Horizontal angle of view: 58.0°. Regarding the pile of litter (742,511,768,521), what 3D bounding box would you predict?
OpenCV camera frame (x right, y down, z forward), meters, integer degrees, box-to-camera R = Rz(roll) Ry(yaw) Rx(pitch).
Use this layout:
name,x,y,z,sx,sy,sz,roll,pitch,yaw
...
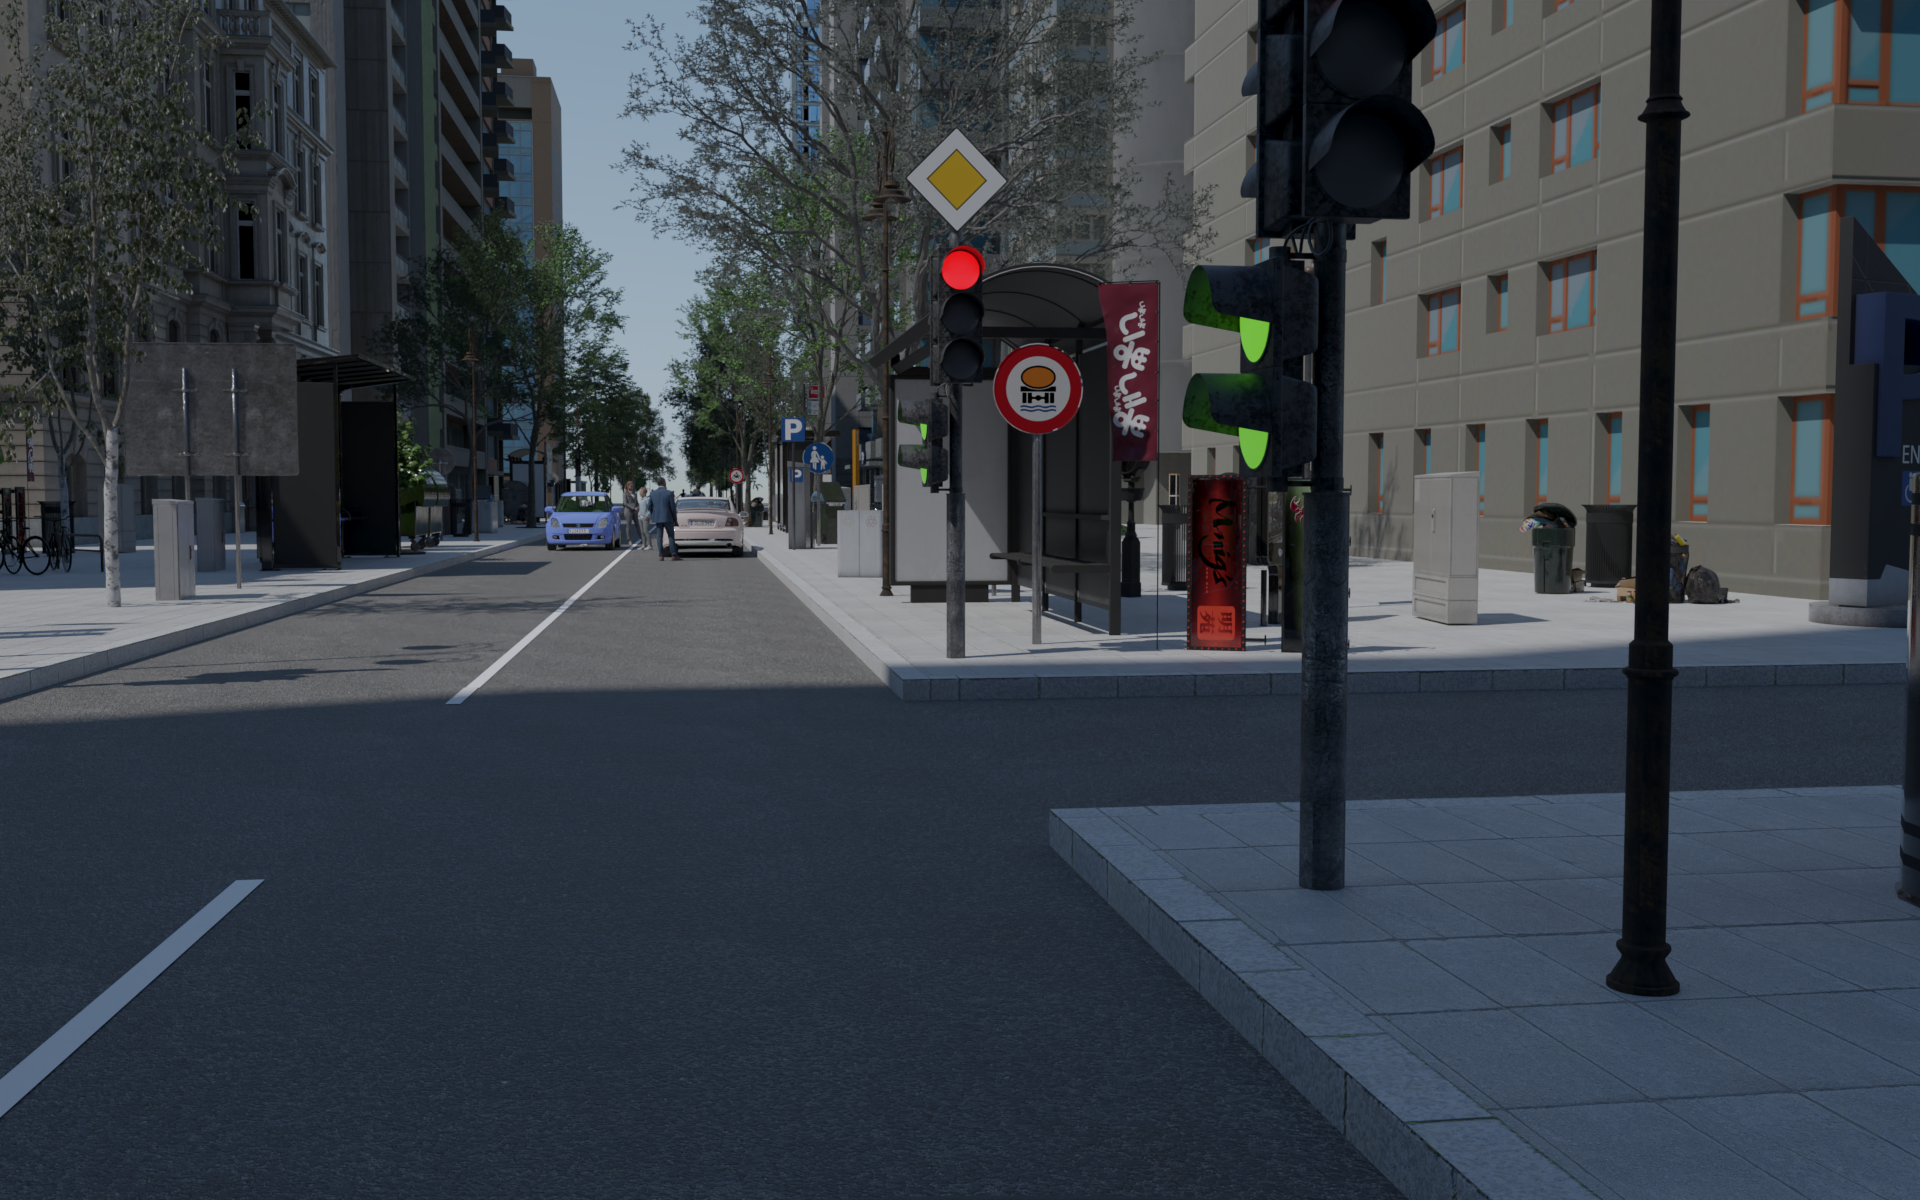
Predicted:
name,x,y,z,sx,sy,sz,roll,pitch,yaw
pile of litter,-9.916,-4.296,84.201,1.719,0.858,1.176,-1,4,-22

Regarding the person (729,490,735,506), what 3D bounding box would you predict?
name,x,y,z,sx,sy,sz,roll,pitch,yaw
person,-21.825,-9.655,166.363,1.348,1.823,0.705,3,5,43

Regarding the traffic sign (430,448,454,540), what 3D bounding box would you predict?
name,x,y,z,sx,sy,sz,roll,pitch,yaw
traffic sign,-14.348,-2.920,47.844,0.768,2.556,0.104,0,4,-3

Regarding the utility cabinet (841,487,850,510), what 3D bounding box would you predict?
name,x,y,z,sx,sy,sz,roll,pitch,yaw
utility cabinet,-3.882,-2.763,53.856,0.318,1.500,1.173,3,4,38

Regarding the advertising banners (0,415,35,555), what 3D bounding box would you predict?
name,x,y,z,sx,sy,sz,roll,pitch,yaw
advertising banners,-20.345,-2.523,37.443,0.090,3.025,2.074,-1,4,-9

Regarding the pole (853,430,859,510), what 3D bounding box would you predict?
name,x,y,z,sx,sy,sz,roll,pitch,yaw
pole,-3.295,-3.735,54.911,0.158,3.312,0.155,0,3,0

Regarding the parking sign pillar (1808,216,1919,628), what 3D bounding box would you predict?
name,x,y,z,sx,sy,sz,roll,pitch,yaw
parking sign pillar,9.241,-1.752,17.111,1.447,3.967,1.447,-2,4,-28

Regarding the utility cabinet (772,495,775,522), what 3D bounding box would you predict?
name,x,y,z,sx,sy,sz,roll,pitch,yaw
utility cabinet,-8.312,-4.259,80.799,1.020,1.237,0.306,-2,4,-28

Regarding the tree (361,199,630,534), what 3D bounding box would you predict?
name,x,y,z,sx,sy,sz,roll,pitch,yaw
tree,-15.241,-7.339,54.399,7.601,10.594,8.767,0,4,1

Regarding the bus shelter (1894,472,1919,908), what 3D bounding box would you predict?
name,x,y,z,sx,sy,sz,roll,pitch,yaw
bus shelter,3.759,-1.448,1.302,2.179,5.291,8.768,-1,4,-9

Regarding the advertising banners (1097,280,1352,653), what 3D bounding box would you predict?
name,x,y,z,sx,sy,sz,roll,pitch,yaw
advertising banners,2.126,-1.095,14.084,2.074,3.025,0.090,1,4,17

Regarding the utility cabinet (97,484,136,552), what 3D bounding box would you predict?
name,x,y,z,sx,sy,sz,roll,pitch,yaw
utility cabinet,-18.517,-1.796,38.049,1.173,1.500,0.318,3,5,41

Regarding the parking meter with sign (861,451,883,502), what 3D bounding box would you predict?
name,x,y,z,sx,sy,sz,roll,pitch,yaw
parking meter with sign,-3.137,-4.580,71.150,1.738,3.016,0.543,-1,4,-15

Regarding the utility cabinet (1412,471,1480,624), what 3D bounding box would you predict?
name,x,y,z,sx,sy,sz,roll,pitch,yaw
utility cabinet,4.862,-0.533,17.401,0.318,1.500,1.173,0,4,-2

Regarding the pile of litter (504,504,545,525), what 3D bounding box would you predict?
name,x,y,z,sx,sy,sz,roll,pitch,yaw
pile of litter,-18.322,-3.584,72.570,1.719,0.858,1.176,1,4,10

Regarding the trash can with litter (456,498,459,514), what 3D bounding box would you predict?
name,x,y,z,sx,sy,sz,roll,pitch,yaw
trash can with litter,-17.968,-2.988,60.242,1.055,1.170,0.624,1,4,21

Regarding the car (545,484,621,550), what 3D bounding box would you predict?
name,x,y,z,sx,sy,sz,roll,pitch,yaw
car,-9.798,-2.178,45.201,1.945,1.707,3.694,0,4,-7

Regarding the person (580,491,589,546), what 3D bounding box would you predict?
name,x,y,z,sx,sy,sz,roll,pitch,yaw
person,-10.321,-2.233,47.610,0.503,1.515,0.523,1,4,21

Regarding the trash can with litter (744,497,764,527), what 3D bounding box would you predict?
name,x,y,z,sx,sy,sz,roll,pitch,yaw
trash can with litter,-8.026,-3.403,67.027,0.624,1.170,1.055,-3,4,-38

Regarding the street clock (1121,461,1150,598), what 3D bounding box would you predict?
name,x,y,z,sx,sy,sz,roll,pitch,yaw
street clock,2.127,-1.037,21.519,0.358,2.002,0.471,-3,4,-37

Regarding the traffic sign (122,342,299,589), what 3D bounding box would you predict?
name,x,y,z,sx,sy,sz,roll,pitch,yaw
traffic sign,-10.089,-1.802,23.344,2.265,3.308,0.079,0,4,-5

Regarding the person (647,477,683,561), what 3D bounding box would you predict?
name,x,y,z,sx,sy,sz,roll,pitch,yaw
person,-6.337,-1.742,37.159,0.721,1.800,0.419,0,4,1

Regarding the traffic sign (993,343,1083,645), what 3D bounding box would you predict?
name,x,y,z,sx,sy,sz,roll,pitch,yaw
traffic sign,0.657,-0.894,14.724,0.768,2.556,0.104,0,4,-4

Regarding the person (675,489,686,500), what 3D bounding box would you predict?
name,x,y,z,sx,sy,sz,roll,pitch,yaw
person,-20.440,-7.305,127.956,1.348,1.822,0.705,-1,4,-21

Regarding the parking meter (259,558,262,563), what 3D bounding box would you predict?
name,x,y,z,sx,sy,sz,roll,pitch,yaw
parking meter,-12.990,-1.477,32.564,0.372,1.533,0.369,0,3,0

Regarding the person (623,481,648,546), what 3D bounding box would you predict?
name,x,y,z,sx,sy,sz,roll,pitch,yaw
person,-8.956,-2.380,47.694,0.573,1.790,0.520,1,4,23

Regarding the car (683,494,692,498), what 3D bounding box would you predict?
name,x,y,z,sx,sy,sz,roll,pitch,yaw
car,-17.588,-6.280,114.483,2.131,1.459,4.920,0,4,-7

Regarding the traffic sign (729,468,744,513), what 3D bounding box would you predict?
name,x,y,z,sx,sy,sz,roll,pitch,yaw
traffic sign,-11.024,-5.225,85.534,0.768,2.556,0.104,0,4,-2

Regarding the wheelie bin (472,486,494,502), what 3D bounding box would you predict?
name,x,y,z,sx,sy,sz,roll,pitch,yaw
wheelie bin,-17.859,-3.475,64.725,0.980,1.594,0.693,0,4,-3

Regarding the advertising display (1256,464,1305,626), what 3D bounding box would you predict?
name,x,y,z,sx,sy,sz,roll,pitch,yaw
advertising display,3.179,-0.730,17.157,0.123,1.923,0.974,2,4,32

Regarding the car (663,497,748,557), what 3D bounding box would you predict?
name,x,y,z,sx,sy,sz,roll,pitch,yaw
car,-6.031,-1.740,40.805,2.083,1.381,4.827,0,4,-7

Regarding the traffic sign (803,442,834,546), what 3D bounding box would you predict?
name,x,y,z,sx,sy,sz,roll,pitch,yaw
traffic sign,-3.485,-2.604,42.687,0.768,2.556,0.104,0,4,-3

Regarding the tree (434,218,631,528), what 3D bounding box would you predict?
name,x,y,z,sx,sy,sz,roll,pitch,yaw
tree,-15.980,-8.507,64.850,9.928,11.665,9.643,0,3,0

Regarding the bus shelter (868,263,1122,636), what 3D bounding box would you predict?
name,x,y,z,sx,sy,sz,roll,pitch,yaw
bus shelter,0.328,-1.468,17.926,2.014,3.302,5.546,-1,4,-9

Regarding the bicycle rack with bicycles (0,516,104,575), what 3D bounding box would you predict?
name,x,y,z,sx,sy,sz,roll,pitch,yaw
bicycle rack with bicycles,-15.320,-0.905,28.179,2.925,0.926,2.852,3,5,42

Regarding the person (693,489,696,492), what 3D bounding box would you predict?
name,x,y,z,sx,sy,sz,roll,pitch,yaw
person,-13.104,-4.658,85.667,0.512,1.701,0.522,3,5,39

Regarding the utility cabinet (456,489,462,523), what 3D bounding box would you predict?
name,x,y,z,sx,sy,sz,roll,pitch,yaw
utility cabinet,-21.860,-4.049,74.877,0.318,1.500,1.173,0,4,1

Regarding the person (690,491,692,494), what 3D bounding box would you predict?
name,x,y,z,sx,sy,sz,roll,pitch,yaw
person,-22.644,-8.368,146.028,1.217,1.735,0.721,1,4,13

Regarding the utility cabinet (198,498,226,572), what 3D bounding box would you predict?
name,x,y,z,sx,sy,sz,roll,pitch,yaw
utility cabinet,-12.547,-1.093,29.034,0.306,1.237,1.020,-1,4,-14

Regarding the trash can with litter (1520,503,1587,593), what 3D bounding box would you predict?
name,x,y,z,sx,sy,sz,roll,pitch,yaw
trash can with litter,7.749,-0.681,22.519,0.624,1.170,1.055,3,4,37

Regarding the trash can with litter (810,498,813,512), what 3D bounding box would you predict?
name,x,y,z,sx,sy,sz,roll,pitch,yaw
trash can with litter,-4.514,-2.388,50.439,0.624,1.170,1.055,1,4,16

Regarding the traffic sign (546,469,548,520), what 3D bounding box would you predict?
name,x,y,z,sx,sy,sz,roll,pitch,yaw
traffic sign,-20.615,-5.277,86.380,0.768,2.556,0.104,0,4,-7

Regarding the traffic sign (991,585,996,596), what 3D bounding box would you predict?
name,x,y,z,sx,sy,sz,roll,pitch,yaw
traffic sign,0.426,-1.328,21.716,0.884,2.594,0.081,0,4,-5

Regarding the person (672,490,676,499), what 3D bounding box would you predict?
name,x,y,z,sx,sy,sz,roll,pitch,yaw
person,-31.510,-11.143,190.619,0.705,1.831,1.348,-2,4,-32

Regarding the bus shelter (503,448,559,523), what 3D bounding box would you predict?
name,x,y,z,sx,sy,sz,roll,pitch,yaw
bus shelter,-19.652,-5.240,79.603,2.014,3.302,5.546,-1,4,-9

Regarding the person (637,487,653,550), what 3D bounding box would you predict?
name,x,y,z,sx,sy,sz,roll,pitch,yaw
person,-8.092,-2.085,44.393,0.330,1.601,0.589,-2,4,-32

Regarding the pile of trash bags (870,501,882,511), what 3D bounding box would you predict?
name,x,y,z,sx,sy,sz,roll,pitch,yaw
pile of trash bags,-1.669,-2.385,48.741,1.912,1.369,3.447,1,4,19

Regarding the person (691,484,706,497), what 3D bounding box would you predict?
name,x,y,z,sx,sy,sz,roll,pitch,yaw
person,-10.302,-3.634,67.899,0.794,1.824,0.713,1,4,8

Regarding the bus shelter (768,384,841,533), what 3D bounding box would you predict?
name,x,y,z,sx,sy,sz,roll,pitch,yaw
bus shelter,-5.569,-5.089,60.838,2.179,5.291,8.768,-1,4,-9

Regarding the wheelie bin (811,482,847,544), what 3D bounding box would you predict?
name,x,y,z,sx,sy,sz,roll,pitch,yaw
wheelie bin,-3.395,-2.237,44.484,0.980,1.594,0.693,-3,4,-37

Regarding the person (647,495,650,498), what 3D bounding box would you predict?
name,x,y,z,sx,sy,sz,roll,pitch,yaw
person,-22.587,-7.118,124.755,0.599,1.838,0.709,-2,4,-29

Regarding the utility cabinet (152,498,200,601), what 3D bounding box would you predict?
name,x,y,z,sx,sy,sz,roll,pitch,yaw
utility cabinet,-9.648,-0.620,21.299,0.306,1.237,1.020,-1,4,-14

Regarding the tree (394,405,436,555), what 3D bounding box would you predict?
name,x,y,z,sx,sy,sz,roll,pitch,yaw
tree,-12.023,-2.576,36.713,1.663,3.219,1.824,0,3,0

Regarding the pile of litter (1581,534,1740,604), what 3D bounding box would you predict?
name,x,y,z,sx,sy,sz,roll,pitch,yaw
pile of litter,8.345,-0.406,20.608,1.719,0.858,1.176,2,4,26

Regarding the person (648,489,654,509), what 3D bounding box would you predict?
name,x,y,z,sx,sy,sz,roll,pitch,yaw
person,-24.545,-7.933,138.210,1.348,1.823,0.705,-3,5,-44

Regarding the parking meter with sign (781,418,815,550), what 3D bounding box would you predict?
name,x,y,z,sx,sy,sz,roll,pitch,yaw
parking meter with sign,-3.726,-2.700,40.403,0.543,3.016,1.738,0,4,5

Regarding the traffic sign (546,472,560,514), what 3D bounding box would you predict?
name,x,y,z,sx,sy,sz,roll,pitch,yaw
traffic sign,-20.136,-5.161,85.575,0.795,2.450,0.064,0,4,-8

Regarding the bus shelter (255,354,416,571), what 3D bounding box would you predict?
name,x,y,z,sx,sy,sz,roll,pitch,yaw
bus shelter,-11.379,-2.487,31.941,1.731,3.624,6.357,-1,4,-9

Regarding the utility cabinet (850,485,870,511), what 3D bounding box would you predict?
name,x,y,z,sx,sy,sz,roll,pitch,yaw
utility cabinet,-2.312,-1.955,40.641,0.318,1.500,1.173,0,4,-7
